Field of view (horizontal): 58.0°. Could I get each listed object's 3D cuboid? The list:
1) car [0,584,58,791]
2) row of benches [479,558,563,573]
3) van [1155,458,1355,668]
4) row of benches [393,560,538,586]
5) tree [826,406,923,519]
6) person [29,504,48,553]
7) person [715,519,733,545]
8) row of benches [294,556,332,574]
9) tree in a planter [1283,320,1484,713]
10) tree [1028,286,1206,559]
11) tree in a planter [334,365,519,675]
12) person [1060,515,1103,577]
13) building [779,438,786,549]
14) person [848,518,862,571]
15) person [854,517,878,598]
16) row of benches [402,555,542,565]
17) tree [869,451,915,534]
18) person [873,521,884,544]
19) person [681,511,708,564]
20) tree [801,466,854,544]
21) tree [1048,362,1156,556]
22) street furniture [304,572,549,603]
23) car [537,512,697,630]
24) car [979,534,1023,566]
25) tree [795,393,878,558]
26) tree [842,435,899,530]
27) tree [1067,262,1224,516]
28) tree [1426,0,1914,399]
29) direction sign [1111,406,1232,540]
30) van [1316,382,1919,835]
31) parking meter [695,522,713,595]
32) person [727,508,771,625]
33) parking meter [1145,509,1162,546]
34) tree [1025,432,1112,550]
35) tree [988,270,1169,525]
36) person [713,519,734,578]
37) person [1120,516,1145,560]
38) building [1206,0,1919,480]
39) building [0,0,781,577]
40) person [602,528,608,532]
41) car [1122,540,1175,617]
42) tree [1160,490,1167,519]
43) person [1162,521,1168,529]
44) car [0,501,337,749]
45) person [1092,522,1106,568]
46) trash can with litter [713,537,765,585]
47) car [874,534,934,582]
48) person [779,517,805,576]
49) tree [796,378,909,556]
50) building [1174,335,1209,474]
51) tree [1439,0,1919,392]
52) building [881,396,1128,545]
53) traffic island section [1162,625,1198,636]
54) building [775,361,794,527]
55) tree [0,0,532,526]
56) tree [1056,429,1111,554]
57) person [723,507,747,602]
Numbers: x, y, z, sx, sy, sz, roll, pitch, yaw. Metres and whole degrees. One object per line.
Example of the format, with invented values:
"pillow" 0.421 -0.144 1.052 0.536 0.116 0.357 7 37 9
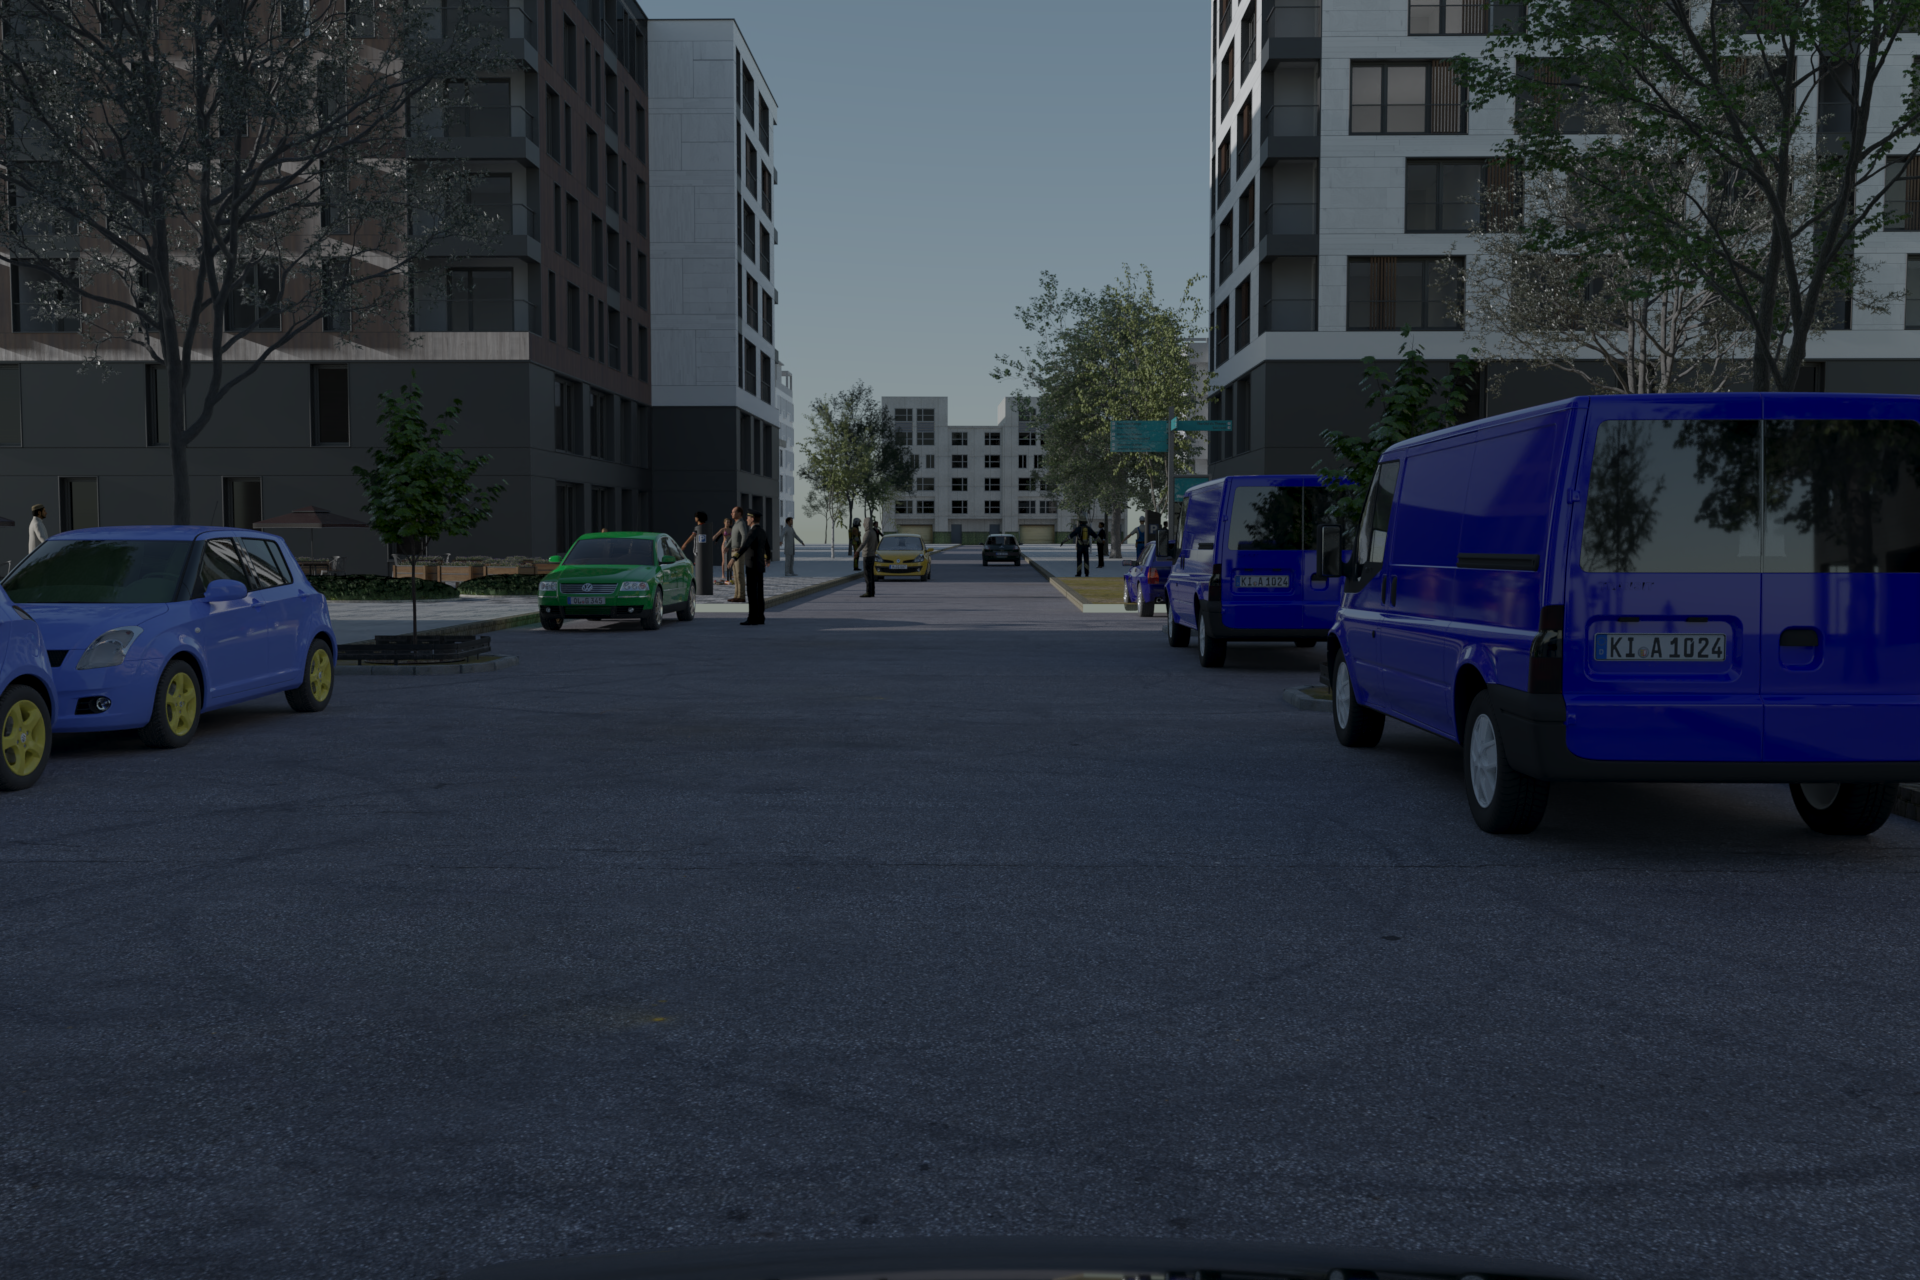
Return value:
"car" -6.089 0.072 8.412 1.945 1.707 3.694 0 4 1
"row of benches" -10.490 -1.769 44.392 4.104 0.672 1.422 1 4 13
"van" 3.555 -0.969 20.233 2.240 2.365 5.245 0 4 0
"row of benches" -11.567 -1.512 40.184 4.104 0.672 1.422 2 4 29
"tree" -6.101 -11.560 123.422 8.767 10.594 7.601 3 4 37
"person" -16.507 -1.532 31.133 0.704 1.819 1.344 -3 4 -36
"person" -7.998 -3.312 60.376 1.346 1.802 0.704 1 4 22
"row of benches" -19.320 -1.940 47.181 4.104 0.672 1.422 -1 4 -15
"tree in a planter" 3.782 -1.057 14.511 1.991 3.239 1.994 0 4 1
"tree" 8.251 -11.254 90.666 9.857 13.997 8.962 0 3 0
"tree in a planter" -5.853 -1.301 18.498 1.991 3.239 1.994 0 4 1
"person" 3.682 -2.827 52.001 1.354 1.856 0.705 -1 4 -13
"building" -20.209 -13.116 156.599 9.099 9.664 28.070 0 4 2
"person" -3.585 -3.348 60.516 0.705 1.858 1.354 0 4 -1
"person" -2.091 -1.871 39.184 0.705 1.813 1.348 1 4 15
"row of benches" -14.021 -2.091 49.655 4.104 0.672 1.422 0 3 0
"tree" -6.199 -11.283 134.841 4.360 8.622 3.978 0 3 0
"person" -3.381 -3.905 70.031 0.705 1.806 1.347 3 5 41
"person" -6.196 -2.143 41.185 0.704 1.843 1.345 1 4 21
"tree" -17.470 -18.023 229.090 7.601 10.594 8.767 0 4 -5
"tree" 8.739 -10.760 101.675 9.928 11.665 9.643 0 3 0
"street furniture" -13.091 -1.201 35.265 10.072 0.657 5.734 0 4 2
"car" -5.326 -1.129 27.252 1.959 1.807 4.718 0 4 1
"car" 1.867 -4.202 78.490 2.009 1.686 4.222 0 4 1
"tree" -6.470 -8.620 91.301 4.737 8.622 4.395 0 3 0
"tree" -6.023 -10.133 116.029 4.737 8.622 4.395 0 3 0
"tree" 5.193 -5.874 46.400 4.737 8.622 4.395 0 3 0
"tree" 15.315 -7.832 38.421 12.009 13.543 11.850 0 3 0
"direction sign" 4.404 -2.876 35.788 2.525 3.948 1.411 0 4 2
"van" 3.462 -0.338 9.906 2.240 2.365 5.245 0 4 1
"parking meter" -5.368 -1.707 36.321 0.372 1.533 0.369 0 3 0
"person" -3.259 -1.157 27.303 0.705 1.837 1.347 1 4 20
"parking meter" 4.519 -2.124 40.443 0.399 1.863 0.255 0 4 0
"tree" 9.263 -12.415 137.396 8.767 10.594 7.601 0 4 6
"tree" 8.390 -16.405 124.117 12.611 20.169 13.585 0 3 0
"person" -6.699 -2.651 50.147 1.217 1.733 0.721 -2 4 -32
"person" 5.601 -2.902 53.310 1.347 1.847 0.705 0 4 0
"building" 23.258 -13.616 66.592 27.936 21.610 32.646 0 4 1
"building" -22.906 -13.650 67.149 27.936 21.610 32.646 0 4 1
"person" -9.520 -2.269 46.370 0.991 1.433 0.599 0 4 0
"car" 3.946 -1.143 31.275 1.945 1.354 3.894 0 3 0
"tree" 30.519 -19.544 226.193 9.857 13.997 8.962 0 3 0
"person" 8.291 -3.885 69.658 0.704 1.812 1.346 -2 4 -24
"car" -6.012 -0.190 12.702 1.945 1.707 3.694 0 4 1
"person" 5.238 -3.585 65.337 0.721 1.740 1.216 -1 4 -16
"trash can with litter" -5.740 -2.033 44.290 1.678 1.210 2.233 0 4 0
"car" -1.796 -2.644 53.459 2.015 1.641 3.980 0 4 1
"person" -5.199 -2.870 53.111 0.705 1.806 1.347 2 4 26
"tree" -6.247 -10.294 102.717 7.601 10.594 8.767 -3 5 -40
"building" 24.930 -18.789 163.615 16.016 20.090 11.380 0 4 1
"tree" 9.761 -5.794 20.491 9.928 11.665 9.643 0 3 0
"building" 5.464 -22.046 229.364 31.486 18.905 16.747 0 4 -2
"traffic island section" 3.964 -0.138 25.117 1.991 0.108 1.994 0 4 0
"building" -24.661 -20.398 189.923 16.016 20.090 11.380 0 4 1
"tree" -11.049 -6.981 24.508 12.009 13.543 11.850 0 3 0
"tree" 8.566 -9.882 111.927 4.360 8.622 3.978 0 3 0
"person" -4.194 -1.610 32.591 0.705 1.796 1.348 -1 4 -21
